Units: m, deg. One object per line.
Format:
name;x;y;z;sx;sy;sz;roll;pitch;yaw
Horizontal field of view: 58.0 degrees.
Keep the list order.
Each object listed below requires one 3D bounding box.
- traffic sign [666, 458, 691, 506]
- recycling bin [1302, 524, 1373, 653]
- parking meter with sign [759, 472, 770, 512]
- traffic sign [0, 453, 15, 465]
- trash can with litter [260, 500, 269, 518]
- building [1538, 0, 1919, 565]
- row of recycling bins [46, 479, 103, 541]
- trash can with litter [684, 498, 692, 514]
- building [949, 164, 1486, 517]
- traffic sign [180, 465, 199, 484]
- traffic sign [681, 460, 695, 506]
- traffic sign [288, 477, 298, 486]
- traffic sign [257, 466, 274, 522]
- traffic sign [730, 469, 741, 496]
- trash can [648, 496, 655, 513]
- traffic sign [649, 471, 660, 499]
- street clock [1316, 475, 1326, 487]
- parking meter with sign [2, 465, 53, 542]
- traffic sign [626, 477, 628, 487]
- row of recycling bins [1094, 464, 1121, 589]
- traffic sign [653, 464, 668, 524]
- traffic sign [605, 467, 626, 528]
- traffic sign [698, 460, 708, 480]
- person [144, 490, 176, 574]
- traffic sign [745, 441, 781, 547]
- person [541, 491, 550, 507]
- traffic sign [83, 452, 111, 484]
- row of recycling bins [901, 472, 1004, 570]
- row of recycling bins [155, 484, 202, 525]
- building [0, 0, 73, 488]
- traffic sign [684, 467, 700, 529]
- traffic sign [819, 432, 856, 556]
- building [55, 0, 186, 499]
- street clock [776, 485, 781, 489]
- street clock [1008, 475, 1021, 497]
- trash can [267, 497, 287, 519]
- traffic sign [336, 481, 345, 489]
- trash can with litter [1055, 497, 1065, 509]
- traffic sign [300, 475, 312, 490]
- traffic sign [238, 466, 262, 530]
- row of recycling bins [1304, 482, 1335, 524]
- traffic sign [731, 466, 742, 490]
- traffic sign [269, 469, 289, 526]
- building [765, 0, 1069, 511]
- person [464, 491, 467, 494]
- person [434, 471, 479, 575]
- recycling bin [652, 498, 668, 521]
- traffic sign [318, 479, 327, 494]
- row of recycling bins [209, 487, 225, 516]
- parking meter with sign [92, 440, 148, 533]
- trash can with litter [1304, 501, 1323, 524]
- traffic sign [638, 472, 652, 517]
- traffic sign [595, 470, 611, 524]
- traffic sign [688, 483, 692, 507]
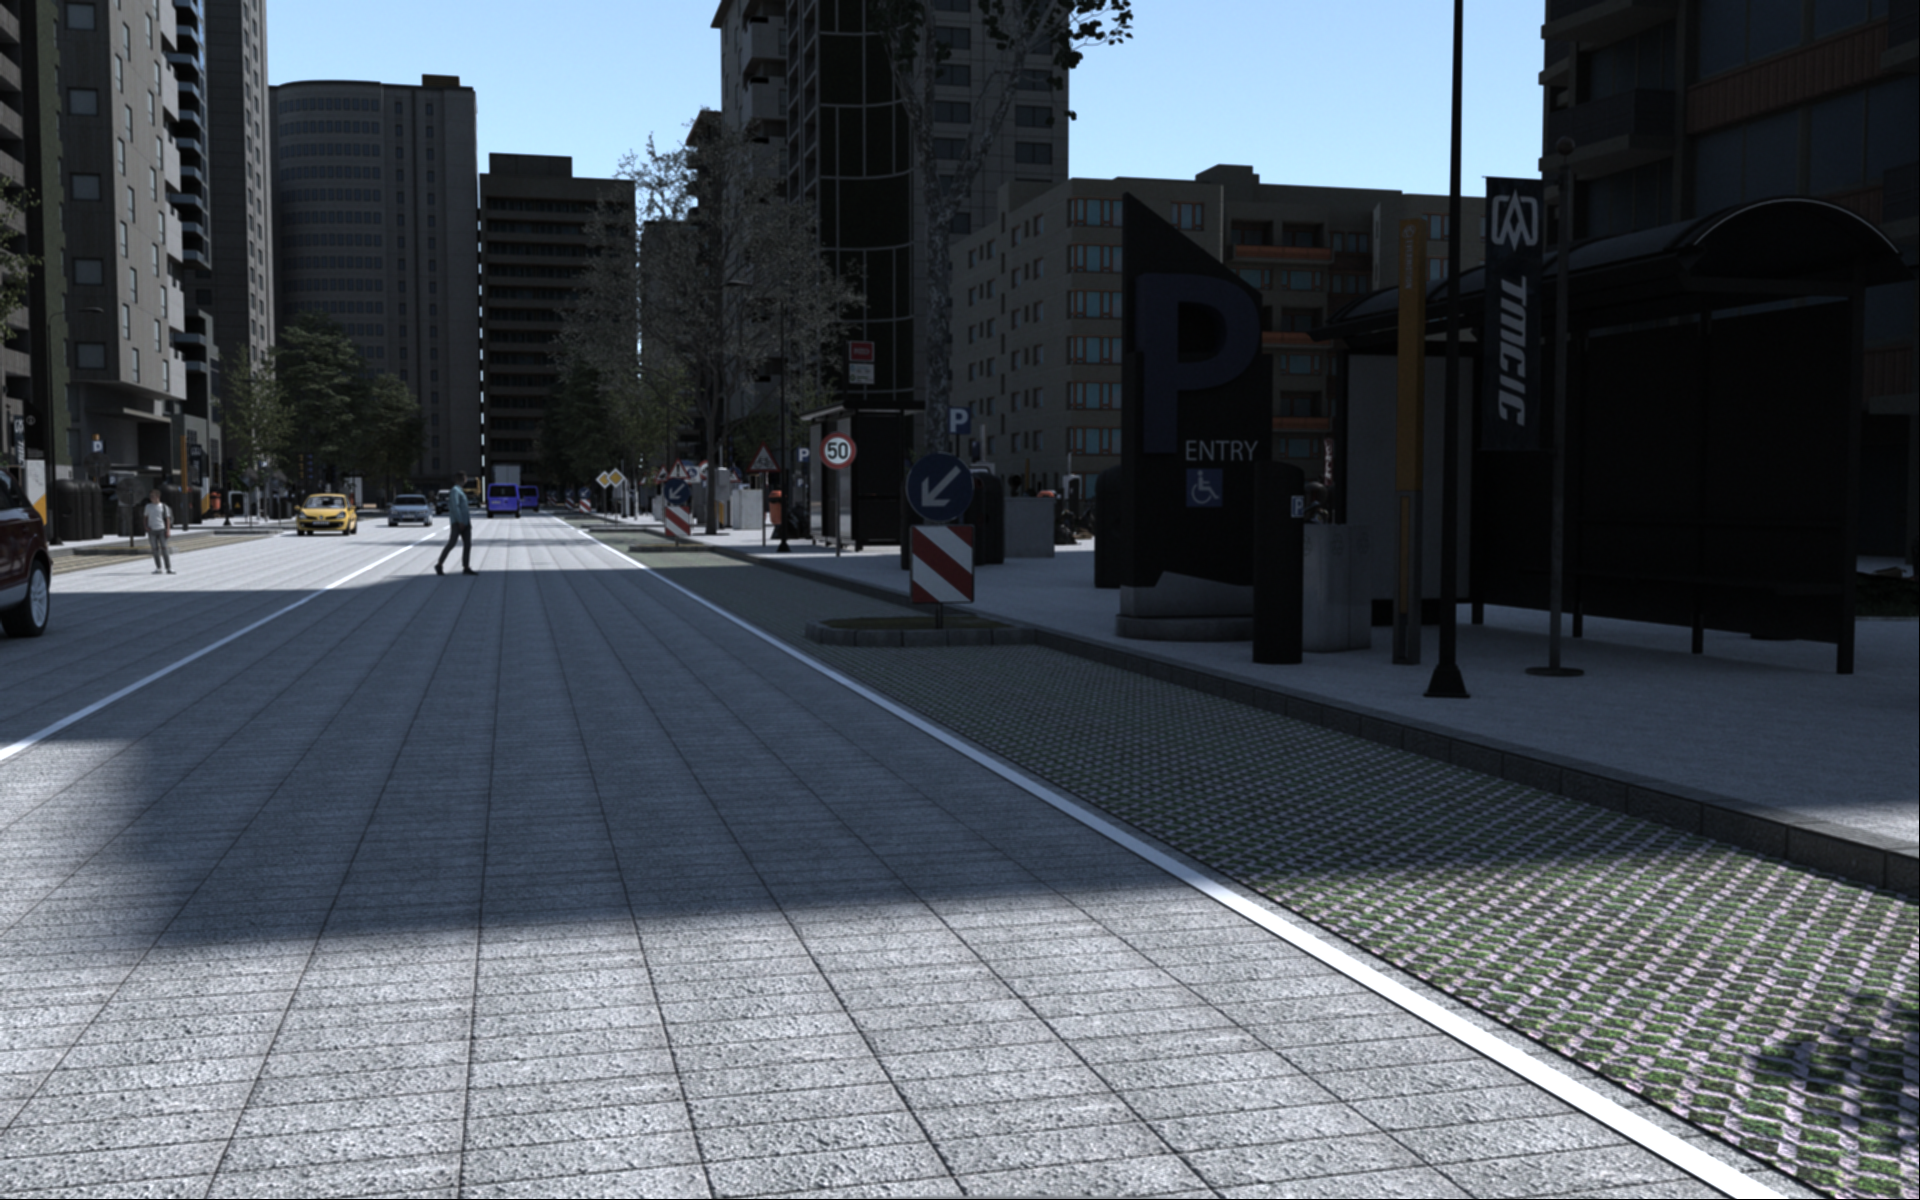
traffic sign;-10.028;-3.772;61.676;0.884;2.594;0.081;0;4;-7
recycling bin;2.934;-0.113;14.399;0.722;1.027;0.722;-3;5;-43
parking meter with sign;-14.255;-7.995;126.978;0.543;3.016;1.738;2;4;25
traffic sign;-29.378;-3.260;53.412;0.768;2.556;0.104;-1;4;-8
trash can with litter;-37.949;-5.116;95.026;1.055;1.170;0.624;-2;4;-34
building;25.449;-23.351;36.412;22.147;44.769;28.867;-1;4;-14
row of recycling bins;-24.732;-2.531;48.496;1.069;1.692;3.534;-1;4;-15
trash can with litter;-18.527;-6.518;117.627;1.678;1.210;2.233;-2;4;-30
building;16.674;-16.316;111.807;28.899;21.520;27.650;-1;4;-14
traffic sign;-33.836;-4.647;76.079;0.768;2.556;0.104;0;4;-7
traffic sign;-10.164;-3.917;64.150;0.768;2.556;0.104;-1;4;-8
traffic sign;-49.561;-7.867;128.729;0.768;2.556;0.104;-1;4;-9
traffic sign;-31.526;-4.802;78.624;0.768;2.556;0.104;-1;4;-12
traffic sign;-10.143;-4.687;76.638;0.884;2.594;0.081;-1;4;-10
trash can;-20.351;-6.315;114.896;0.748;1.137;0.748;0;3;0
traffic sign;-16.437;-5.715;93.547;0.768;2.556;0.104;-1;4;-10
street clock;13.637;-3.713;65.285;0.358;2.002;0.471;-1;4;-16
parking meter with sign;-25.083;-3.037;45.912;1.738;3.016;0.543;-1;4;-22
traffic sign;-25.381;-8.027;131.339;0.768;2.556;0.104;-1;4;-11
row of recycling bins;3.203;-1.076;24.706;3.534;1.692;1.069;-3;5;-44
traffic sign;-12.780;-4.565;74.647;0.884;2.594;0.081;-1;4;-13
traffic sign;-12.984;-3.775;65.364;0.795;2.450;0.064;-1;4;-14
traffic sign;-9.330;-3.914;64.096;0.768;2.556;0.104;-1;4;-10
person;-14.402;-1.229;31.190;0.503;1.515;0.523;-3;5;-41
traffic sign;-4.798;-2.588;42.312;0.884;2.594;0.081;-1;4;-13
person;-45.167;-11.003;189.115;1.217;1.743;0.721;-3;5;-42
traffic sign;-25.946;-3.180;52.105;0.768;2.556;0.104;-1;4;-12
row of recycling bins;-0.140;-1.443;30.701;1.069;1.692;3.534;1;4;21
row of recycling bins;-32.839;-4.011;72.698;1.069;1.692;3.534;0;4;-4
building;-55.645;-19.439;89.523;14.160;30.474;14.107;-1;4;-14
traffic sign;-9.789;-3.743;63.328;0.606;2.300;0.079;-1;4;-9
traffic sign;-2.509;-2.169;35.568;0.768;2.556;0.104;0;4;-5
building;-70.879;-32.514;120.848;28.713;52.752;27.495;-1;4;-14
street clock;-14.156;-8.015;135.607;0.358;2.002;0.471;2;4;31
street clock;2.061;-3.708;65.193;0.471;2.002;0.358;-3;4;-36
trash can;-34.387;-4.642;87.551;0.748;1.137;0.748;0;3;0
traffic sign;-48.450;-8.156;135.477;0.606;2.300;0.079;-1;4;-9
trash can with litter;5.558;-4.957;92.430;1.055;1.170;0.624;-1;4;-11
traffic sign;-43.601;-7.056;115.476;0.768;2.556;0.104;-1;4;-12
traffic sign;-25.475;-3.580;62.171;0.795;2.450;0.064;-1;4;-14
row of recycling bins;13.569;-3.255;60.334;3.534;1.692;1.069;-1;4;-17
traffic sign;-10.429;-4.873;79.773;0.768;2.556;0.104;0;4;-6
traffic sign;-27.472;-4.053;69.903;0.795;2.450;0.064;-1;4;-14
building;-4.234;-42.774;137.613;20.563;71.187;20.611;-1;4;-14
person;-55.078;-11.287;193.184;0.705;1.807;1.348;3;4;36
person;-8.889;-1.360;30.595;0.748;1.841;0.638;1;4;10
recycling bin;-14.192;-4.281;82.545;0.722;1.027;0.722;-1;4;-18
traffic sign;-49.467;-8.136;134.211;0.795;2.450;0.064;-1;4;-10
row of recycling bins;-44.022;-5.773;101.497;1.069;1.692;3.534;1;4;22
parking meter with sign;-27.484;-3.705;56.845;0.543;3.016;1.738;2;4;27
trash can with litter;5.459;-1.049;28.540;1.055;1.170;0.624;1;4;15
traffic sign;-17.891;-6.040;98.753;0.884;2.594;0.081;0;4;-7
traffic sign;-14.981;-4.248;73.096;0.795;2.450;0.064;-1;4;-14
traffic sign;-15.516;-6.128;100.299;0.768;2.556;0.104;-1;4;-13
